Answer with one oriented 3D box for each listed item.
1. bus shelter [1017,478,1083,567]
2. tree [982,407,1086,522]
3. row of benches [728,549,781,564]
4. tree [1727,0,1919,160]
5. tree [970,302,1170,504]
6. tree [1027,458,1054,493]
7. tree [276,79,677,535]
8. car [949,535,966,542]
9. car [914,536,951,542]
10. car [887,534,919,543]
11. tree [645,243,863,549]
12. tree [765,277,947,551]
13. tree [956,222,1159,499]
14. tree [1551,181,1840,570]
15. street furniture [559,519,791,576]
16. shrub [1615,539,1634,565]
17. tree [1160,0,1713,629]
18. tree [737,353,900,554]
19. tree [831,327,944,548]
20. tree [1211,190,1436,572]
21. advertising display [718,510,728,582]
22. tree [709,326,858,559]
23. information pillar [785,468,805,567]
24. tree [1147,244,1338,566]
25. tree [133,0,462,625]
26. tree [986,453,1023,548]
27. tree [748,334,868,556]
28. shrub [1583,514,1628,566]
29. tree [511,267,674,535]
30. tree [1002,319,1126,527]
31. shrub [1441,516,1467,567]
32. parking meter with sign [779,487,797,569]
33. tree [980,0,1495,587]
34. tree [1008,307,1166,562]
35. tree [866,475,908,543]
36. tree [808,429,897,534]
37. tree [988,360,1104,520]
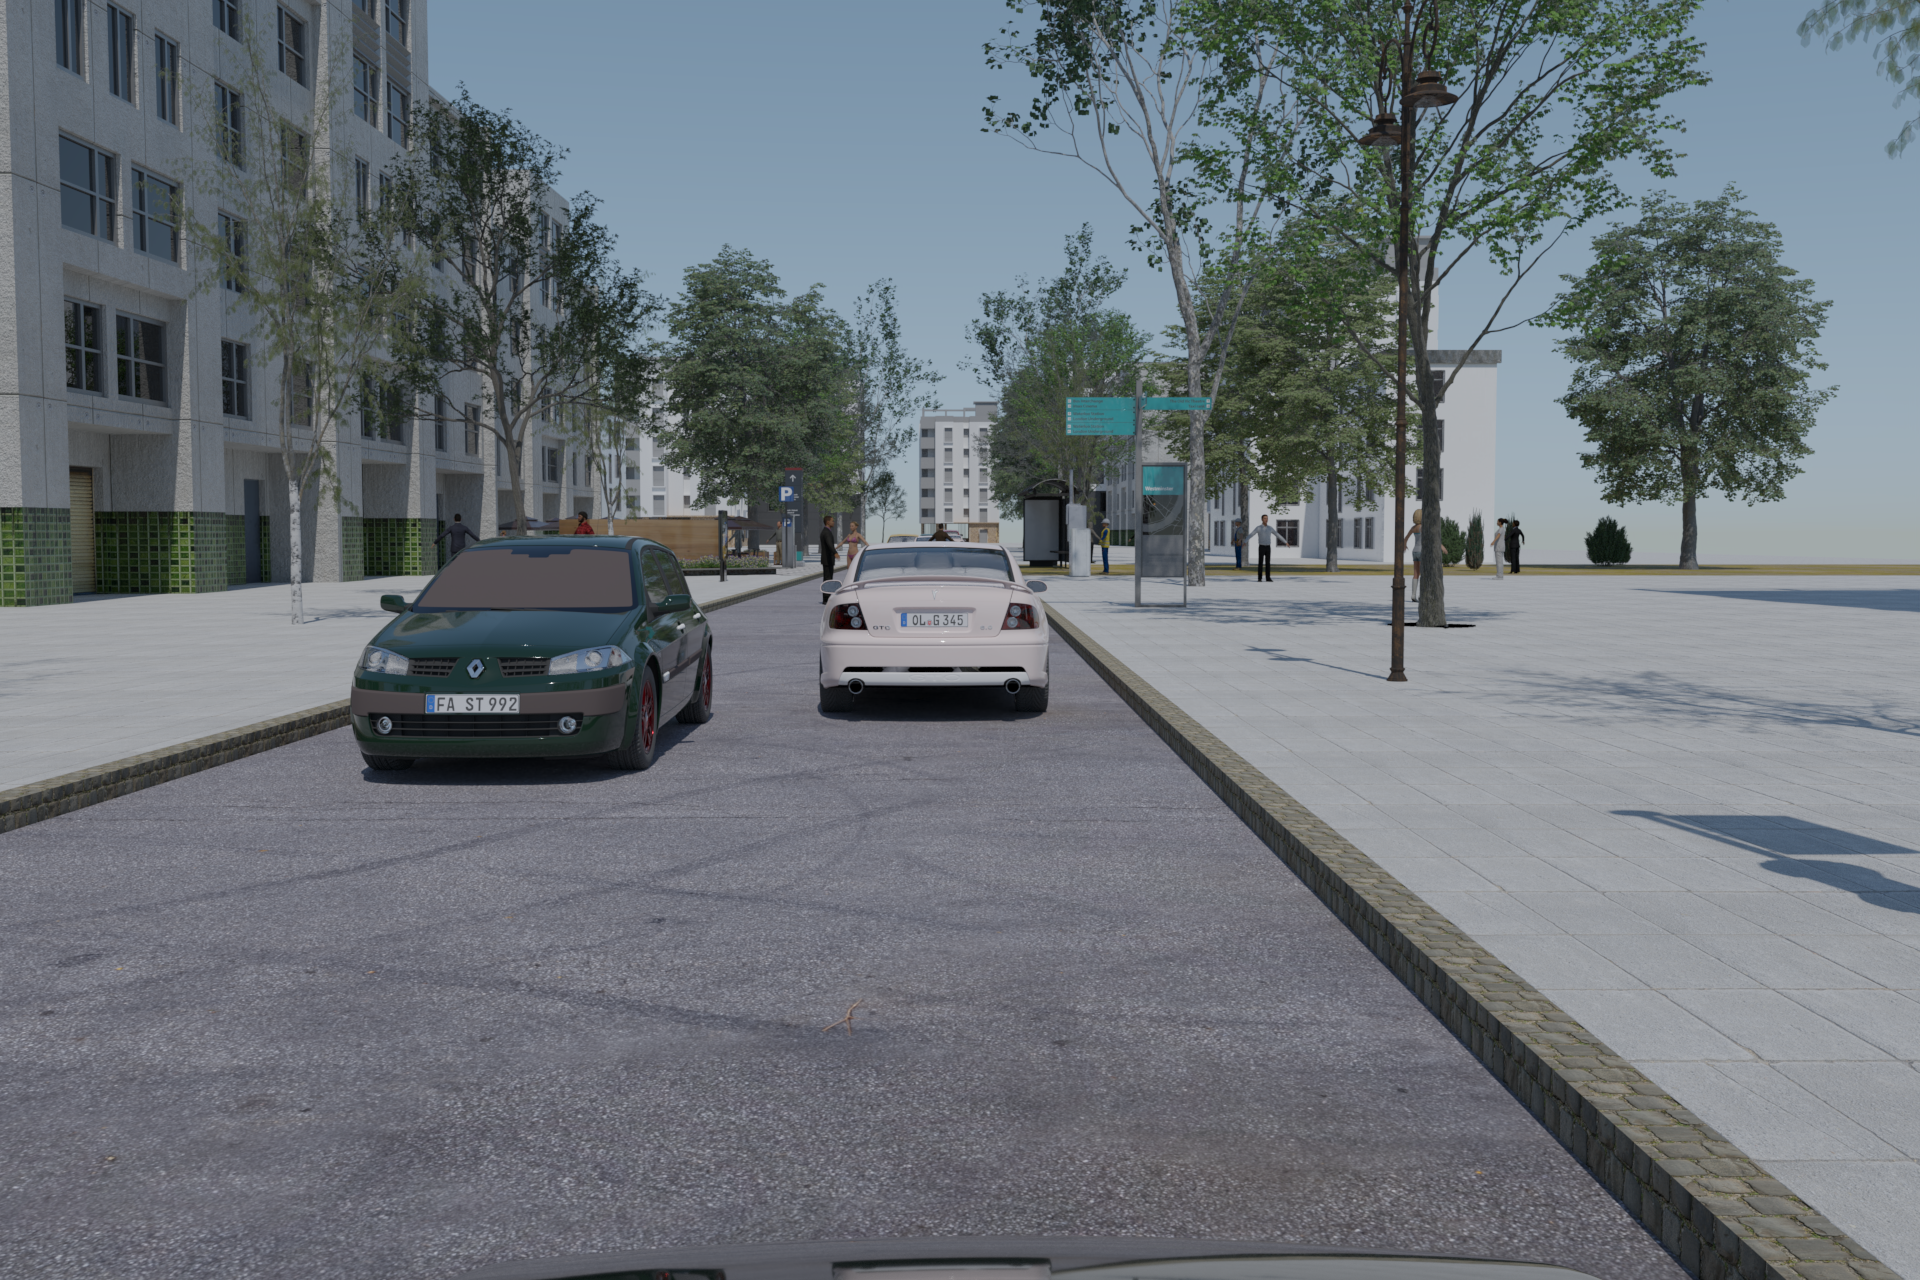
[{"bbox_3d":[3.357,-4.389,65.688,2.014,3.302,5.546,0,4,-2],"label":"bus shelter"},{"bbox_3d":[6.411,-14.428,142.560,9.857,13.997,8.962,0,3,0],"label":"tree"},{"bbox_3d":[-8.595,-3.539,73.320,4.104,0.672,1.422,1,4,11],"label":"row of benches"},{"bbox_3d":[6.344,-3.655,10.128,4.360,8.622,3.978,0,3,0],"label":"tree"},{"bbox_3d":[6.065,-11.066,91.300,12.009,13.543,11.850,0,3,0],"label":"tree"},{"bbox_3d":[6.155,-11.222,133.846,4.360,8.622,3.978,0,3,0],"label":"tree"},{"bbox_3d":[-9.315,-6.208,35.913,7.601,10.594,8.767,2,4,26],"label":"tree"},{"bbox_3d":[-0.574,-7.443,134.062,2.083,1.381,4.827,0,4,-1],"label":"car"},{"bbox_3d":[-0.978,-3.111,63.228,2.083,1.381,4.827,0,4,-1],"label":"car"},{"bbox_3d":[-2.242,-3.656,70.006,2.015,1.641,3.980,0,4,0],"label":"car"},{"bbox_3d":[-9.087,-10.348,75.852,9.857,13.997,8.962,0,3,0],"label":"tree"},{"bbox_3d":[-7.638,-16.599,127.278,12.611,20.169,13.585,0,3,0],"label":"tree"},{"bbox_3d":[6.095,-15.393,107.562,12.611,20.169,13.585,0,3,0],"label":"tree"},{"bbox_3d":[26.236,-9.515,62.223,9.857,13.997,8.962,0,3,0],"label":"tree"},{"bbox_3d":[-9.177,-2.925,54.675,11.010,1.723,9.812,-3,5,-41],"label":"street furniture"},{"bbox_3d":[27.786,-3.773,72.810,1.383,1.207,1.383,0,3,0],"label":"shrub"},{"bbox_3d":[6.403,-5.991,23.712,9.928,11.665,9.643,0,3,0],"label":"tree"},{"bbox_3d":[-9.040,-12.336,112.062,12.009,13.543,11.850,0,3,0],"label":"tree"},{"bbox_3d":[-8.166,-18.472,157.908,12.611,20.169,13.585,0,3,0],"label":"tree"},{"bbox_3d":[12.135,-8.561,58.096,7.486,12.596,7.792,0,3,0],"label":"tree"},{"bbox_3d":[-6.391,-2.540,46.743,0.123,1.923,0.974,0,4,1],"label":"advertising display"},{"bbox_3d":[-8.997,-9.909,87.769,9.928,11.665,9.643,0,3,0],"label":"tree"},{"bbox_3d":[-6.502,-4.805,67.943,0.750,3.857,0.750,0,4,1],"label":"information pillar"},{"bbox_3d":[10.897,-9.204,68.618,7.486,12.596,7.792,0,3,0],"label":"tree"},{"bbox_3d":[-9.652,-4.524,24.327,4.360,8.622,3.978,0,3,0],"label":"tree"},{"bbox_3d":[5.892,-13.989,154.473,9.928,11.665,9.643,0,3,0],"label":"tree"},{"bbox_3d":[-9.275,-11.063,99.001,7.486,12.596,7.792,0,3,0],"label":"tree"},{"bbox_3d":[25.716,-3.969,68.938,1.661,2.075,1.752,0,3,0],"label":"shrub"},{"bbox_3d":[-9.157,-5.857,46.132,4.360,8.622,3.978,0,3,0],"label":"tree"},{"bbox_3d":[4.140,-6.630,58.756,4.360,8.622,3.978,0,3,0],"label":"tree"},{"bbox_3d":[18.902,-3.847,67.324,1.690,2.028,1.600,0,3,0],"label":"shrub"},{"bbox_3d":[-6.370,-4.170,64.441,0.543,3.016,1.738,0,3,0],"label":"parking meter with sign"},{"bbox_3d":[6.016,-11.289,40.463,12.611,20.169,13.585,0,3,0],"label":"tree"},{"bbox_3d":[5.787,-9.355,78.715,9.928,11.665,9.643,0,3,0],"label":"tree"},{"bbox_3d":[-10.880,-19.343,250.673,7.601,10.594,8.767,0,4,6],"label":"tree"},{"bbox_3d":[-8.782,-12.717,142.342,8.767,10.594,7.601,2,4,28],"label":"tree"},{"bbox_3d":[6.272,-13.303,124.160,9.857,13.997,8.962,0,3,0],"label":"tree"}]
